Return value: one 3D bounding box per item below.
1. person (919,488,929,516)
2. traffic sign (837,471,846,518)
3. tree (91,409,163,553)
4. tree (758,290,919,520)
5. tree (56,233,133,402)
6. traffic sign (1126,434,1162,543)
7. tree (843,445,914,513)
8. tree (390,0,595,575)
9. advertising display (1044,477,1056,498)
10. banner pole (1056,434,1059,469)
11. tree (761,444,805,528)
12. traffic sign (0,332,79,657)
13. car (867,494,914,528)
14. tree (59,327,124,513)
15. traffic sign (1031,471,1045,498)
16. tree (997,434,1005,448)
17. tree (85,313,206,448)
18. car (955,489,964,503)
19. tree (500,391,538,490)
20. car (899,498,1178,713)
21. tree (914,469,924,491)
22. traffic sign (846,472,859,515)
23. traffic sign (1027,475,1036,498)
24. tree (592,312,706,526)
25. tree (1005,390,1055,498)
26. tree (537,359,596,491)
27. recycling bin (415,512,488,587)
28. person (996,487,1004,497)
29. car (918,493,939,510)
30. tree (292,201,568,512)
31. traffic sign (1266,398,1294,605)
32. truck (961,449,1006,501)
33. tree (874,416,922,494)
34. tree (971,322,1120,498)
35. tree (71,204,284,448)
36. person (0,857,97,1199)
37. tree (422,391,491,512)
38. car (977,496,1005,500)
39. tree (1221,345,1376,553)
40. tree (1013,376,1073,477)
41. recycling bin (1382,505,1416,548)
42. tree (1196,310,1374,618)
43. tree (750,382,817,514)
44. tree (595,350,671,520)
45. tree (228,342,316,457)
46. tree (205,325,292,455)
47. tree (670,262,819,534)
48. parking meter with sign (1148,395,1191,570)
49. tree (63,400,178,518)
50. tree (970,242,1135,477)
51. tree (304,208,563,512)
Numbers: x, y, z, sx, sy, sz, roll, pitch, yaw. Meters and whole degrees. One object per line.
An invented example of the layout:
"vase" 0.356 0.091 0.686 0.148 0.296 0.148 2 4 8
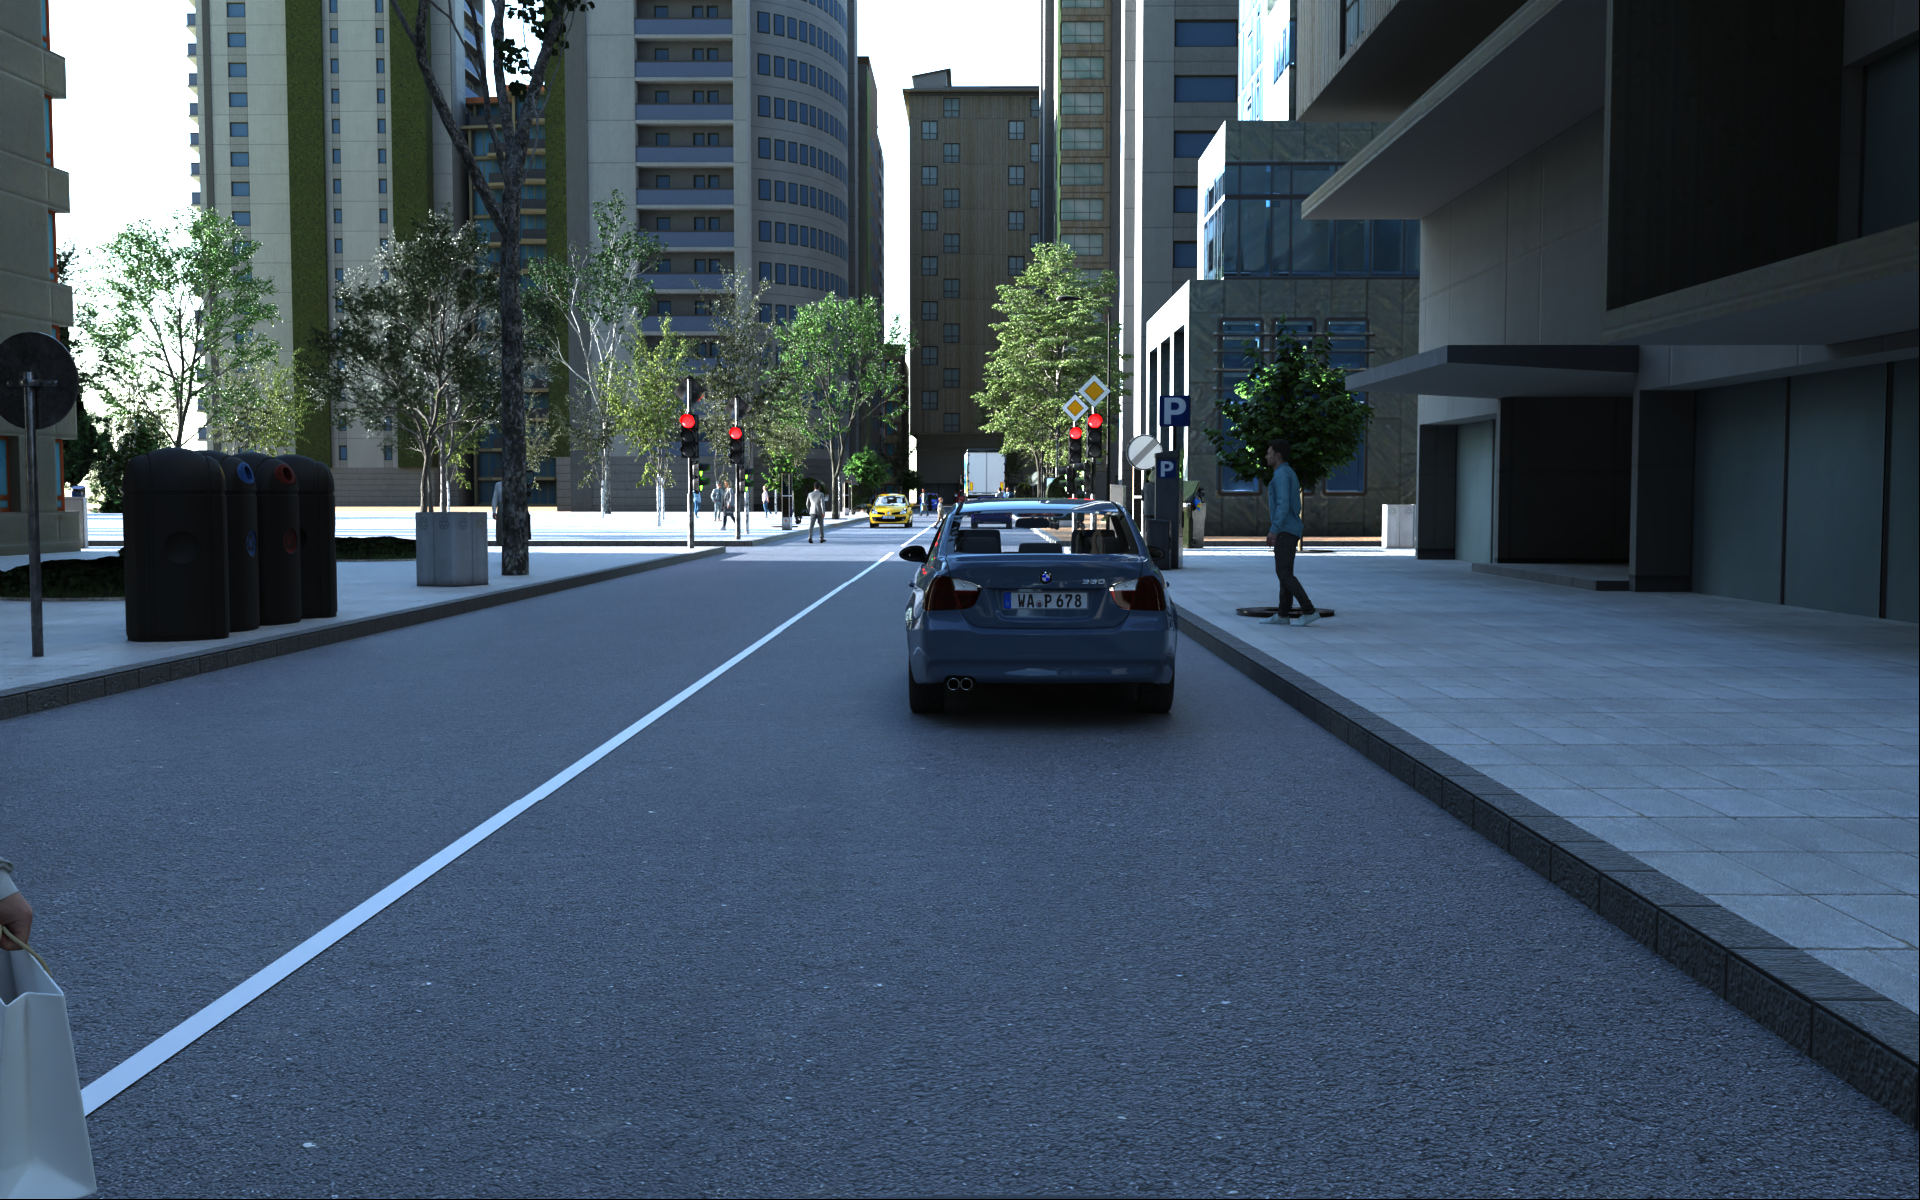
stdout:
"person" -2.299 -6.306 111.580 0.713 1.824 0.794 -2 4 -31
"traffic sign" -6.554 -5.750 94.125 0.768 2.556 0.104 0 4 8
"tree" -17.978 -2.668 38.221 1.663 3.219 1.824 0 3 0
"tree" -6.176 -9.878 87.265 9.928 11.665 9.643 0 3 0
"tree" -29.737 -7.278 53.406 8.767 10.594 7.601 0 4 6
"traffic sign" 3.943 -2.260 37.050 0.768 2.556 0.104 1 4 10
"tree" -6.323 -8.090 115.992 4.285 4.588 4.351 0 3 0
"tree" -8.541 -10.462 26.939 12.611 20.169 13.585 0 3 0
"advertising display" 3.488 -3.690 65.537 0.123 1.923 0.974 3 4 37
"banner pole" 4.004 -4.991 71.617 0.401 3.779 0.863 0 4 6
"tree" -6.878 -4.405 66.630 1.663 3.219 1.824 0 3 0
"traffic sign" -7.292 -0.826 13.619 0.768 2.556 0.104 0 4 5
"car" -2.954 -3.933 74.528 2.015 1.641 3.980 0 4 1
"tree" -58.763 -12.773 110.662 13.155 14.587 18.604 0 4 -2
"traffic sign" 4.339 -5.880 96.241 0.768 2.556 0.104 0 4 3
"tree" 5.574 -14.874 193.549 4.737 8.622 4.395 0 3 0
"tree" -33.007 -7.301 69.735 4.360 8.622 3.978 0 3 0
"car" 0.697 -7.721 134.917 2.281 1.827 5.304 0 4 1
"tree" -30.331 -10.469 121.534 4.360 8.622 3.978 0 3 0
"car" 0.540 -0.039 12.634 2.014 1.417 4.499 0 4 1
"tree" -5.785 -12.936 195.223 4.285 4.588 4.351 0 3 0
"traffic sign" -6.478 -6.338 103.634 0.884 2.594 0.081 0 4 1
"traffic sign" 4.709 -6.847 112.050 0.768 2.556 0.104 1 4 9
"tree" -12.321 -7.269 69.212 4.737 8.622 4.395 0 3 0
"tree" 5.199 -9.620 107.653 4.737 8.622 4.395 0 3 0
"tree" -19.175 -8.644 91.692 4.360 8.622 3.978 0 3 0
"recycling bin" -7.135 -0.720 24.333 0.722 1.027 0.722 2 4 25
"person" 2.157 -5.166 93.232 0.678 1.792 0.850 -1 4 -20
"car" -2.687 -8.751 152.673 1.945 1.707 3.694 0 4 0
"tree" -17.176 -7.410 55.559 7.601 10.594 8.767 3 5 40
"traffic sign" 3.824 -1.217 20.009 0.768 2.556 0.104 0 4 6
"truck" 1.549 -7.584 112.904 2.839 4.237 11.283 0 4 -1
"tree" -5.779 -12.979 162.575 4.360 8.622 3.978 0 3 0
"tree" 4.289 -9.507 89.855 8.767 10.594 7.601 1 4 16
"tree" -27.924 -8.320 61.789 9.928 11.665 9.643 0 3 0
"person" -1.512 0.406 2.208 0.694 1.780 0.624 -2 4 -30
"tree" -29.034 -9.080 98.828 4.737 8.622 4.395 0 3 0
"car" 1.332 -3.671 72.603 1.945 1.354 3.894 0 4 1
"tree" 7.460 -3.334 38.220 4.285 4.588 4.351 0 3 0
"tree" 4.970 -9.233 101.328 4.360 8.622 3.978 0 3 0
"recycling bin" 10.492 -1.765 41.418 0.722 1.027 0.722 1 4 9
"tree" 3.453 -1.459 18.450 1.663 3.219 1.824 0 3 0
"tree" -11.640 -9.850 111.412 4.737 8.622 4.395 0 3 0
"tree" -14.971 -8.295 85.988 4.360 8.622 3.978 0 3 0
"tree" -32.491 -8.068 82.270 4.737 8.622 4.395 0 3 0
"tree" -31.503 -7.671 75.779 4.360 8.622 3.978 0 3 0
"tree" -6.724 -6.396 54.934 4.360 8.622 3.978 0 3 0
"parking meter with sign" 3.586 -2.056 29.879 0.543 3.016 1.738 1 4 15
"tree" -52.879 -7.944 92.798 20.602 7.101 11.467 -2 4 -26
"tree" 4.318 -9.826 78.783 7.486 12.596 7.792 0 3 0
"tree" -22.135 -10.012 74.065 12.009 13.543 11.850 0 3 0
